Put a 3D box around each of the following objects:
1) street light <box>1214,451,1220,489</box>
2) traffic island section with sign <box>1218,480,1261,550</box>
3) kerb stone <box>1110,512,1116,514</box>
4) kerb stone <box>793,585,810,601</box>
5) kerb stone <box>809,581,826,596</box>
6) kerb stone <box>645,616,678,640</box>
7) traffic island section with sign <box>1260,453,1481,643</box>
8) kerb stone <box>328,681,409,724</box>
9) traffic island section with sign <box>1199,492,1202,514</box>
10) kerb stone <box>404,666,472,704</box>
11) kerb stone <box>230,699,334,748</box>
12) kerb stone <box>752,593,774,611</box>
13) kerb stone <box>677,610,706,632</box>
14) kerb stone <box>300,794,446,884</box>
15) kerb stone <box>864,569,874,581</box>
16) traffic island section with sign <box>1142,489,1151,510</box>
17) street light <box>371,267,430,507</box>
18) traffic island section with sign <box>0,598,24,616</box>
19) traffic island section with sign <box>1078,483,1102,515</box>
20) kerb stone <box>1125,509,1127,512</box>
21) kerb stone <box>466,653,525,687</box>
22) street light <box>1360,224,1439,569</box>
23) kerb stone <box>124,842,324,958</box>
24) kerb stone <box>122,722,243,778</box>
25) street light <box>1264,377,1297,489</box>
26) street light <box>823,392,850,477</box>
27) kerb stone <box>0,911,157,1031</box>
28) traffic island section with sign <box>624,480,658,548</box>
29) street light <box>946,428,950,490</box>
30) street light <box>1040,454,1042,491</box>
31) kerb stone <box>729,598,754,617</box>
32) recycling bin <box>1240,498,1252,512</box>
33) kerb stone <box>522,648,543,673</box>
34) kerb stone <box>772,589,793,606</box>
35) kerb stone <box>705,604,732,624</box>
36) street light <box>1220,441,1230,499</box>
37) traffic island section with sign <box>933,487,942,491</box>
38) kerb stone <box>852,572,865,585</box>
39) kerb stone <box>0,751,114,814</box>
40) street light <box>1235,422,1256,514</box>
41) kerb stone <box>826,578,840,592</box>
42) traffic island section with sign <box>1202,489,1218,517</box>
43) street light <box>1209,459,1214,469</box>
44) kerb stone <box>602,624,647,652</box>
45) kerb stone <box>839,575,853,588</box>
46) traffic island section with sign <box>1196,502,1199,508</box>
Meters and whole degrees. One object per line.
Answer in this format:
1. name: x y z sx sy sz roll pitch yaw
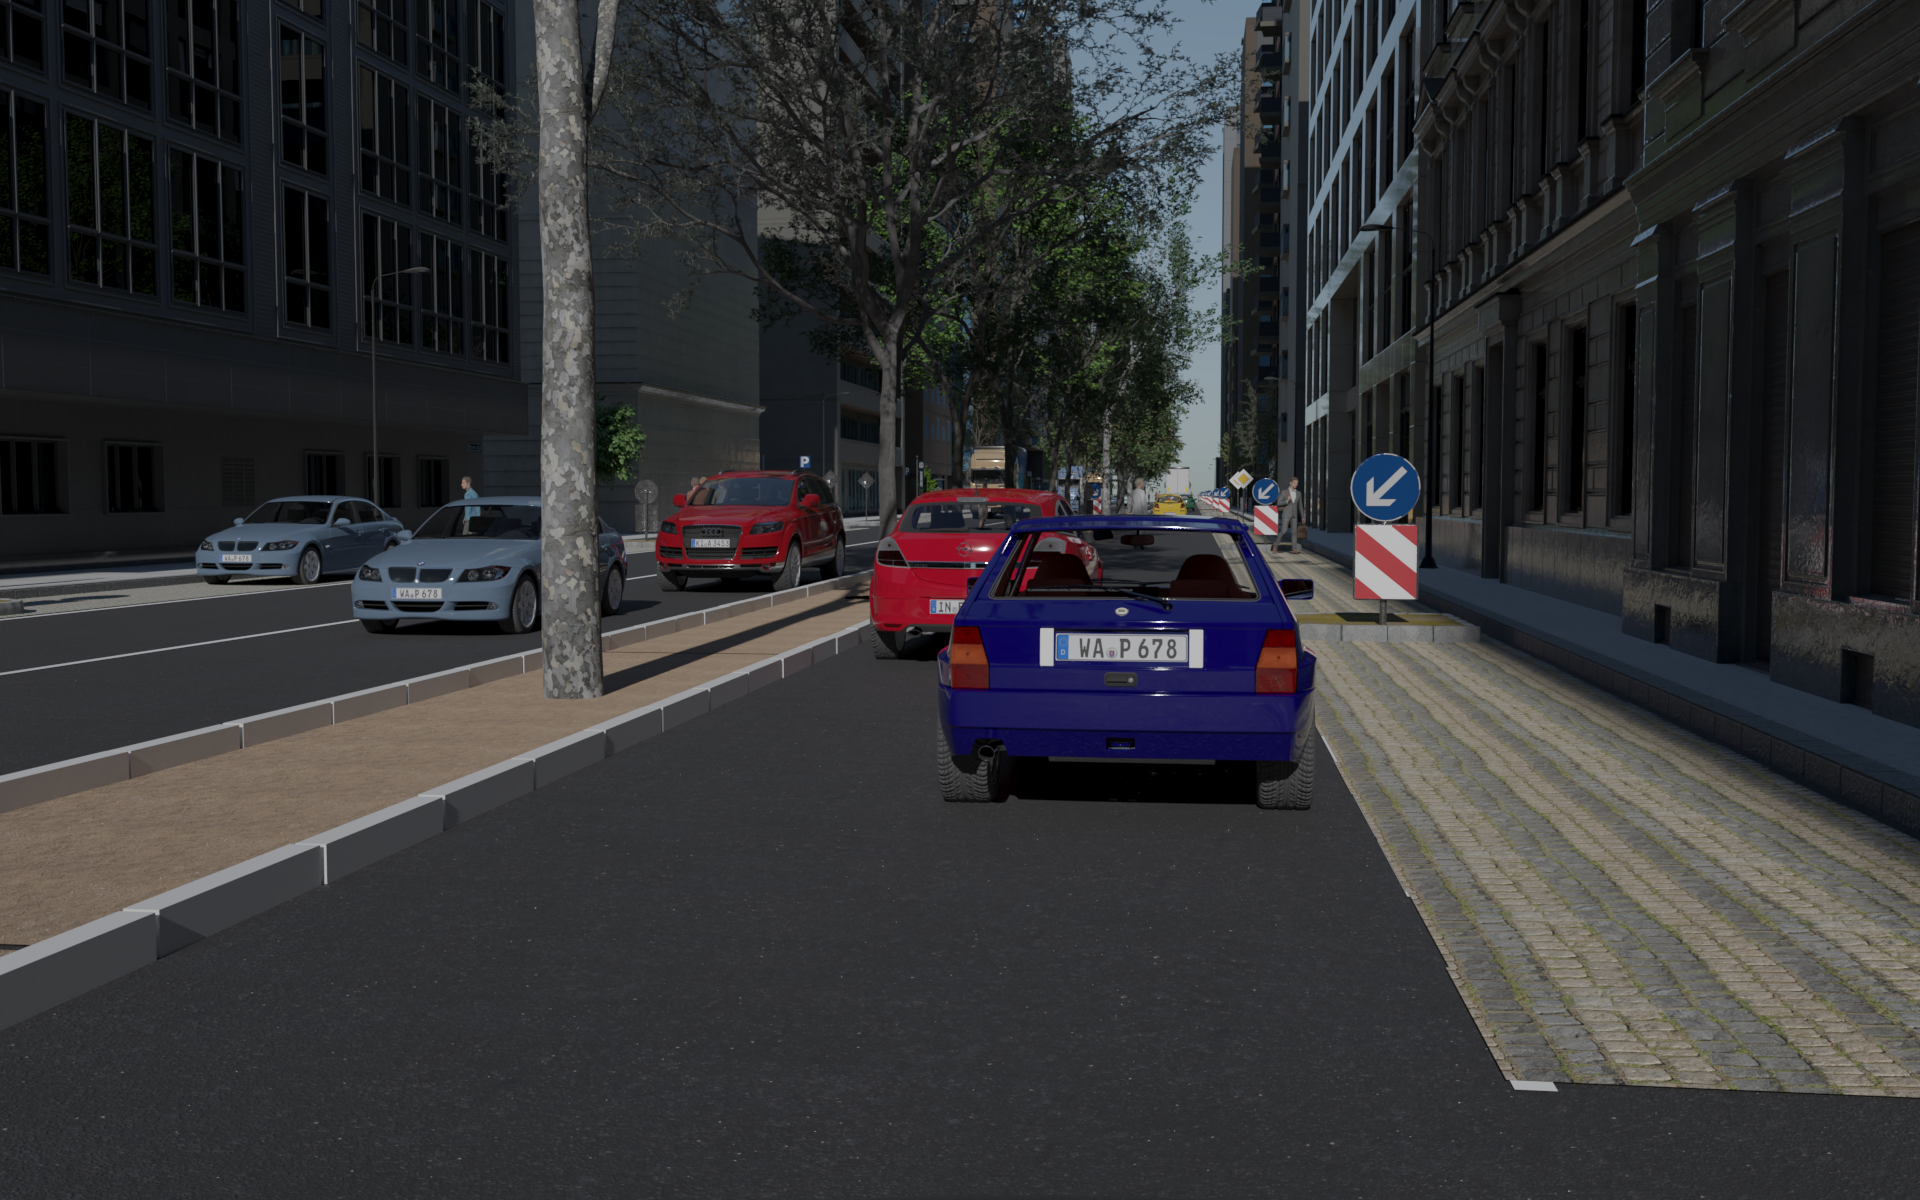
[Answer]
1. street light: 28.705 -13.199 188.338 1.470 5.913 1.316 0 4 8
2. traffic island section with sign: 7.695 -2.186 44.376 1.989 1.847 2.006 0 4 8
3. kerb stone: 10.712 -6.012 120.490 0.120 0.150 1.000 0 4 8
4. kerb stone: -2.237 -0.071 23.416 0.120 0.150 1.000 0 4 8
5. kerb stone: -2.093 -0.137 24.429 0.120 0.150 1.000 0 4 8
6. kerb stone: -3.045 0.299 17.311 0.120 0.150 1.000 0 4 8
7. traffic island section with sign: 4.135 -0.551 17.639 1.989 1.847 2.006 0 4 8
8. kerb stone: -3.861 0.673 11.199 0.120 0.150 1.000 0 4 8
9. traffic island section with sign: 18.602 -7.189 126.170 1.989 1.847 2.006 0 4 8
10. kerb stone: -3.724 0.610 12.219 0.120 0.150 1.000 0 4 8
11. kerb stone: -4.000 0.735 10.186 0.120 0.150 1.000 0 4 8
12. kerb stone: -2.509 0.053 21.376 0.120 0.150 1.000 0 4 8
13. kerb stone: -2.913 0.237 18.327 0.120 0.150 1.000 0 4 8
14. kerb stone: -2.319 0.940 6.862 0.120 0.150 1.000 0 4 8
15. kerb stone: -1.561 -0.385 28.490 0.120 0.150 1.000 0 4 8
16. traffic island section with sign: 15.978 -8.805 152.095 2.006 1.907 1.989 0 4 8
17. street light: -11.543 -3.863 35.709 1.470 5.913 1.316 0 4 8
18. traffic island section with sign: -12.187 -0.709 20.216 1.989 1.847 2.006 0 4 8
19. traffic island section with sign: 6.055 -4.249 77.612 2.006 1.907 1.989 0 4 8
20. kerb stone: 14.506 -7.752 148.932 0.120 0.150 1.000 0 4 8
21. kerb stone: -3.596 0.548 13.237 0.120 0.150 1.000 0 4 8
22. street light: 7.568 -3.506 29.872 1.470 5.913 1.316 0 4 8
23. kerb stone: -2.463 1.000 5.848 0.120 0.150 1.000 0 4 8
24. kerb stone: -4.139 0.799 9.163 0.120 0.150 1.000 0 4 8
25. street light: 12.781 -5.892 68.878 1.470 5.913 1.316 0 4 8
26. street light: -5.696 -6.531 79.326 1.470 5.913 1.316 0 4 8
27. kerb stone: -2.592 1.062 4.827 0.120 0.150 1.000 0 4 8
28. traffic island section with sign: -8.629 -2.343 46.936 1.989 1.847 2.006 0 4 8
29. street light: -0.377 -8.934 118.611 1.470 5.913 1.316 0 4 8
30. street light: 9.598 -13.588 194.711 1.470 5.913 1.316 0 4 8
31. kerb stone: -2.639 0.112 20.362 0.120 0.150 1.000 0 4 8
32. recycling bin: 20.184 -6.698 122.061 0.722 1.027 0.722 0 4 -1
33. kerb stone: -3.454 0.486 14.252 0.120 0.150 1.000 0 4 8
34. kerb stone: -2.368 -0.012 22.388 0.120 0.150 1.000 0 4 8
35. kerb stone: -2.768 0.178 19.348 0.120 0.150 1.000 0 4 8
36. street light: 23.703 -10.934 151.305 1.470 5.913 1.316 0 4 8
37. traffic island section with sign: -1.297 -5.704 101.881 1.989 1.847 2.006 0 4 8
38. kerb stone: -1.696 -0.318 27.477 0.120 0.150 1.000 0 4 8
39. kerb stone: -4.269 0.859 8.149 0.120 0.150 1.000 0 4 8
40. street light: 18.515 -8.524 111.903 1.470 5.913 1.316 0 4 8
41. kerb stone: -1.960 -0.199 25.445 0.120 0.150 1.000 0 4 8
42. traffic island section with sign: 15.043 -5.555 99.450 1.989 1.847 2.006 0 4 8
43. street light: 33.818 -15.575 227.193 1.470 5.913 1.316 0 4 8
44. kerb stone: -3.182 0.364 16.293 0.120 0.150 1.000 0 4 8
45. kerb stone: -1.823 -0.261 26.462 0.120 0.150 1.000 0 4 8
46. traffic island section with sign: 25.288 -10.258 176.338 1.989 1.847 2.006 0 4 8
